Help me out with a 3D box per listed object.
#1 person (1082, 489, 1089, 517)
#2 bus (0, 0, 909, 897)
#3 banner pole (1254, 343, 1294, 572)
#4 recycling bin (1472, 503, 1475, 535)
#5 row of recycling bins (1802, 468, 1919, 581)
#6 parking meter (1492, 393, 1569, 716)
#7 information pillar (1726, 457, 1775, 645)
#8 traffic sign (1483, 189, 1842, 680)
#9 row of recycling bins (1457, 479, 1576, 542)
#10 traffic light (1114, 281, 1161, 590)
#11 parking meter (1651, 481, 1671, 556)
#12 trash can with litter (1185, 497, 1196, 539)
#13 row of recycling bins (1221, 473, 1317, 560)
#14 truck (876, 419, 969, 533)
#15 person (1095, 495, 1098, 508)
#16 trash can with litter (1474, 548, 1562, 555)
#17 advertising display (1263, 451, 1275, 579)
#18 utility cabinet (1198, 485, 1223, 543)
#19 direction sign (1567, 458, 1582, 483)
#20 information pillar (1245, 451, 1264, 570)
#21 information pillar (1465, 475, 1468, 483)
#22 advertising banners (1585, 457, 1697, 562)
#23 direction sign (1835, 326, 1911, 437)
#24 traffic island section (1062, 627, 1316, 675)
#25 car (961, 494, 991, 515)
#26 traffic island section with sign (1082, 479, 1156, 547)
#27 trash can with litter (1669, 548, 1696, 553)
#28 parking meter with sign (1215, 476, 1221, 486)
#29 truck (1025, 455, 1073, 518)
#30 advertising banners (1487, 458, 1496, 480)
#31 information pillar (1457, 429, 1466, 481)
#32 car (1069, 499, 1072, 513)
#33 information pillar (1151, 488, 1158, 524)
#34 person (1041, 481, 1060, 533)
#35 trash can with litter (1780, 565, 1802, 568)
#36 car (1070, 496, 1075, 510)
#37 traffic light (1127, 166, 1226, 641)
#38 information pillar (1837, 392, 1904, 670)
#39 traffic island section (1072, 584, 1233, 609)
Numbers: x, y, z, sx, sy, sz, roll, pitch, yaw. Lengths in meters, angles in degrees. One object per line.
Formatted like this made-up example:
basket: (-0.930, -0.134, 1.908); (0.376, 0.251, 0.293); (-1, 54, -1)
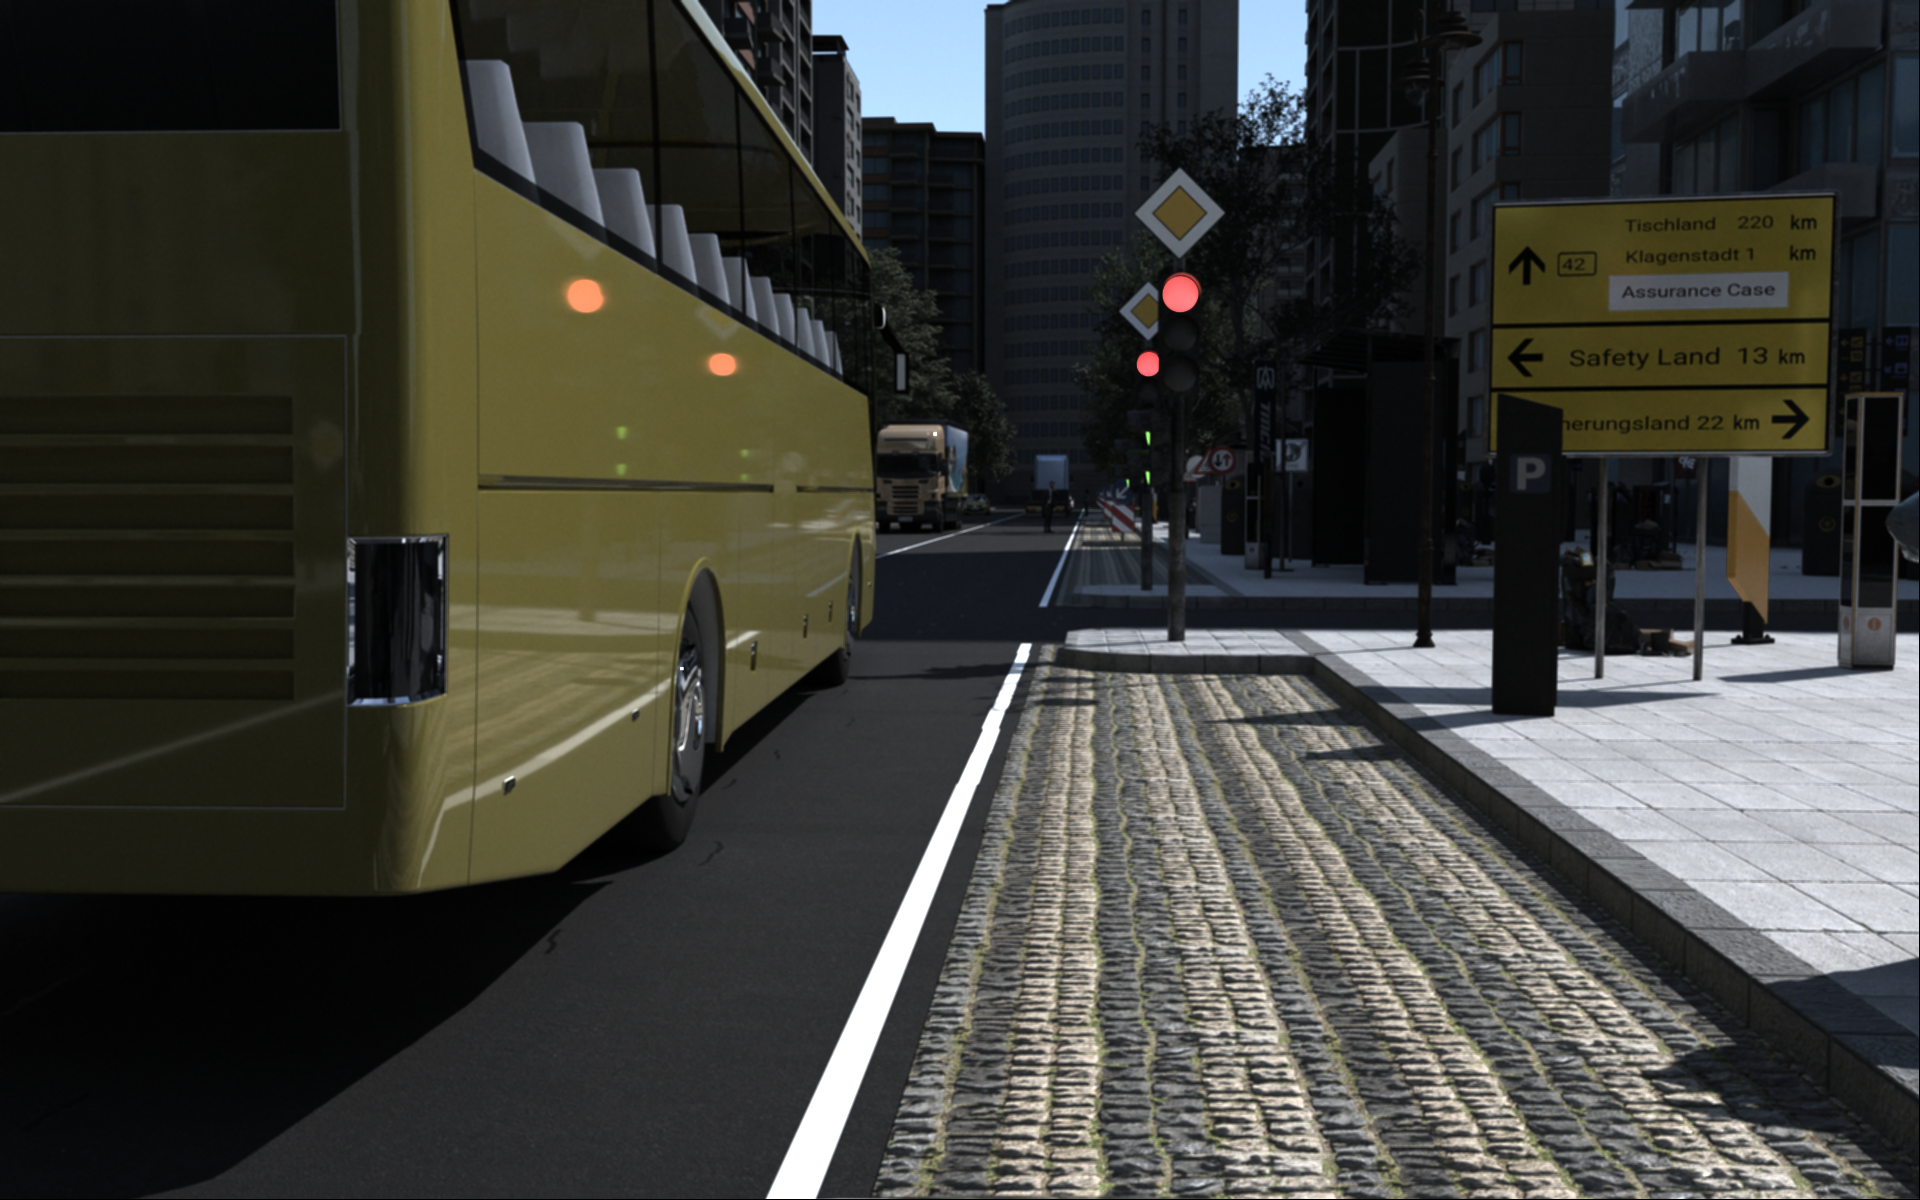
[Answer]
person: (7.919, -6.139, 109.586); (0.721, 1.735, 1.217); (-1, 4, -11)
bus: (-2.164, -1.117, 9.810); (2.896, 3.916, 12.252); (0, 4, 2)
banner pole: (5.161, -2.360, 28.611); (0.863, 3.779, 0.401); (-2, 4, -30)
recycling bin: (14.118, -2.243, 49.223); (0.722, 1.027, 0.722); (-1, 4, -17)
row of recycling bins: (14.354, -1.163, 26.130); (1.069, 1.692, 3.534); (-2, 4, -25)
parking meter: (3.323, -0.268, 10.090); (0.399, 1.863, 0.255); (1, 4, 16)
information pillar: (6.738, -1.429, 14.719); (0.504, 3.616, 0.183); (-2, 4, -32)
traffic sign: (4.767, -1.102, 11.891); (2.265, 3.308, 0.079); (1, 4, 11)
row of recycling bins: (14.863, -2.446, 47.098); (3.534, 1.692, 1.069); (1, 4, 8)
traffic light: (2.471, -2.084, 22.996); (0.839, 4.253, 0.868); (0, 4, 4)
parking meter: (13.551, -1.538, 33.554); (0.372, 1.533, 0.369); (0, 3, 0)
trash can with litter: (6.319, -2.316, 49.251); (0.624, 1.170, 1.055); (1, 4, 10)
row of recycling bins: (6.478, -1.732, 35.433); (1.069, 1.692, 3.534); (-1, 4, -21)
truck: (-1.447, -4.784, 67.127); (2.839, 4.237, 11.283); (0, 4, 6)
person: (13.282, -9.580, 165.851); (1.217, 1.743, 0.721); (1, 4, 22)
trash can with litter: (11.421, -1.530, 36.072); (2.233, 1.210, 1.678); (2, 4, 26)
advertising display: (4.743, -1.307, 26.584); (0.123, 1.923, 0.974); (1, 4, 13)
utility cabinet: (6.804, -2.202, 44.684); (1.173, 1.500, 0.318); (2, 4, 35)
direction sign: (20.526, -4.057, 58.322); (0.876, 3.537, 0.379); (-1, 4, -8)
information pillar: (5.052, -1.526, 29.435); (0.304, 2.012, 0.304); (3, 5, 44)
information pillar: (18.998, -3.730, 65.484); (0.304, 2.012, 0.304); (2, 4, 35)
advertising banners: (12.434, -2.155, 31.428); (2.074, 3.025, 0.090); (0, 4, 4)
direction sign: (12.415, -1.934, 23.622); (0.876, 3.537, 0.379); (2, 4, 28)
traffic island section: (1.912, 0.436, 15.145); (2.009, 0.180, 2.903); (0, 4, 4)
car: (1.132, -6.558, 117.449); (2.015, 1.641, 3.980); (0, 4, 4)
traffic island section with sign: (4.360, -2.386, 47.637); (1.989, 1.847, 2.006); (0, 4, 4)
trash can with litter: (15.446, -1.687, 38.640); (1.678, 1.210, 2.233); (1, 4, 17)
parking meter with sign: (11.471, -4.833, 75.282); (1.738, 3.016, 0.543); (-1, 4, -15)
truck: (5.812, -7.523, 112.758); (2.967, 4.110, 18.799); (0, 4, 4)
advertising banners: (18.287, -3.960, 60.939); (0.090, 3.025, 2.074); (-1, 4, -11)
information pillar: (17.945, -4.339, 62.290); (0.504, 3.616, 0.183); (3, 5, 39)
car: (7.416, -7.352, 129.988); (2.009, 1.686, 4.222); (0, 4, 6)
information pillar: (8.293, -5.071, 74.258); (0.183, 3.616, 0.504); (-2, 4, -24)
person: (3.341, -3.422, 63.816); (0.648, 1.900, 0.474); (-3, 4, -36)
trash can with litter: (15.286, -1.136, 29.633); (2.233, 1.210, 1.678); (2, 4, 28)
car: (9.339, -8.832, 156.764); (2.083, 1.381, 4.827); (0, 4, 5)
traffic light: (1.873, -1.597, 15.034); (0.839, 4.253, 0.868); (0, 4, 4)
information pillar: (6.665, -0.501, 12.688); (0.304, 2.012, 0.304); (1, 4, 8)
traffic island section: (2.510, -0.051, 23.107); (2.009, 0.180, 2.903); (0, 4, 4)
